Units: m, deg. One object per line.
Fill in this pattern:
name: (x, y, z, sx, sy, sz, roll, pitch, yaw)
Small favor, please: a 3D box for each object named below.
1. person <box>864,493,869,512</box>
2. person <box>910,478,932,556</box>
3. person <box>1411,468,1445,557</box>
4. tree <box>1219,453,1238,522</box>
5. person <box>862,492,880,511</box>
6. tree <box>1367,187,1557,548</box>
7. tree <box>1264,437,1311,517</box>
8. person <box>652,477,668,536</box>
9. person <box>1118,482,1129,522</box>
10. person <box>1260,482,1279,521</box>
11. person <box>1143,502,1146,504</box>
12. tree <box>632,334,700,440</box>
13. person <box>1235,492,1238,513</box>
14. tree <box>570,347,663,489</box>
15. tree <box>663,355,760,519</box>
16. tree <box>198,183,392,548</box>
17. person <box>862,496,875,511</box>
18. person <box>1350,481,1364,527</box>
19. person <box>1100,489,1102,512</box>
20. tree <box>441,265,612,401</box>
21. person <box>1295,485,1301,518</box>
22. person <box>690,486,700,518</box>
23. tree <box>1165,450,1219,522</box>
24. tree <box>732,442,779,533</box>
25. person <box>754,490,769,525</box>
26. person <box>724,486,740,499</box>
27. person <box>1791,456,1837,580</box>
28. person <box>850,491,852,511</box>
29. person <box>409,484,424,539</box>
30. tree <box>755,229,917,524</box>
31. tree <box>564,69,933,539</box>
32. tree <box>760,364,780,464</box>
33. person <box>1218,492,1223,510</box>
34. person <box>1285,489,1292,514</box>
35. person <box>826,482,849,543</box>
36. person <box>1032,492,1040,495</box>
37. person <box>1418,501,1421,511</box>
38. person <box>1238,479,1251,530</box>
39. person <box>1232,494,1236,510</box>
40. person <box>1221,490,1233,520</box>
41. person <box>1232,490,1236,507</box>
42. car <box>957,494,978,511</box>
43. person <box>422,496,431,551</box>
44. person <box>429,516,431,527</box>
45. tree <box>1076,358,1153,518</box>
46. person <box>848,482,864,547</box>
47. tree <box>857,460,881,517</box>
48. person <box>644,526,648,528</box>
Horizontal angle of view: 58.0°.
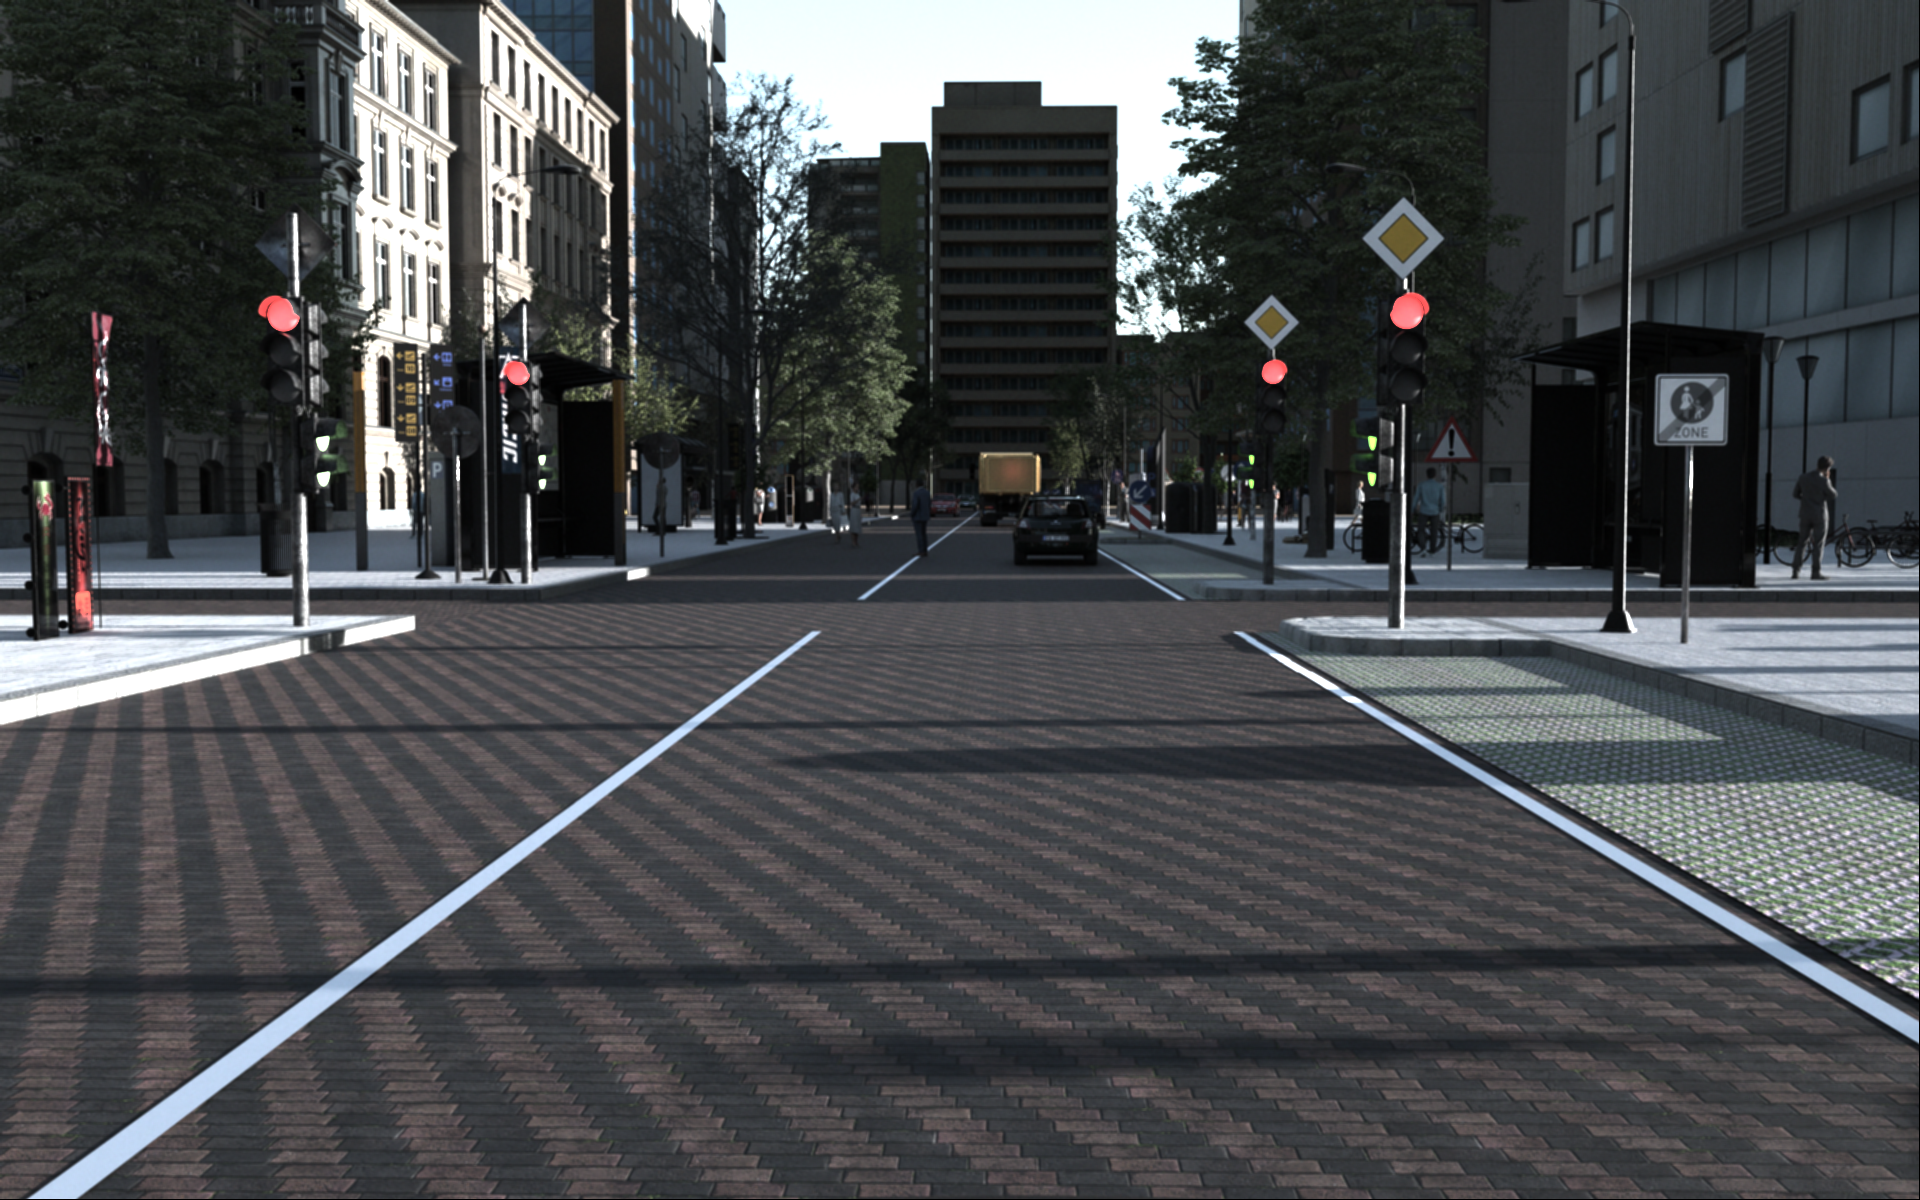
person: (-6.781, -7.223, 124.821, 0.721, 1.739, 1.217, 1, 4, 11)
person: (-0.891, -1.909, 39.899, 0.419, 1.800, 0.721, 2, 4, 32)
person: (9.536, -1.786, 35.263, 0.660, 1.820, 0.620, 0, 4, 5)
tree: (12.287, -5.268, 80.729, 1.663, 3.219, 1.824, 0, 3, 0)
person: (-6.555, -7.440, 127.684, 1.348, 1.824, 0.705, -1, 4, -9)
tree: (11.832, -5.564, 41.331, 4.360, 8.622, 3.978, 0, 3, 0)
tree: (18.603, -6.934, 97.089, 4.285, 4.588, 4.351, 0, 3, 0)
person: (-9.306, -2.904, 53.711, 0.473, 1.802, 0.592, 2, 4, 23)
person: (7.473, -4.451, 78.630, 0.655, 1.846, 0.447, 0, 4, -3)
person: (11.788, -3.643, 65.968, 0.716, 1.782, 0.532, 1, 4, 15)
person: (7.702, -3.942, 70.755, 0.793, 1.790, 0.793, 0, 4, 3)
tree: (-13.953, -7.764, 77.306, 4.737, 8.622, 4.395, 0, 3, 0)
person: (18.995, -6.783, 117.860, 0.541, 1.710, 0.530, 2, 4, 30)
tree: (-17.336, -8.300, 86.075, 4.360, 8.622, 3.978, 0, 3, 0)
tree: (-12.860, -8.432, 88.220, 4.360, 8.622, 3.978, 0, 3, 0)
tree: (-15.998, -5.543, 40.999, 4.737, 8.622, 4.395, 0, 3, 0)
person: (-6.891, -7.461, 131.292, 1.065, 1.426, 0.557, -1, 4, -17)
person: (15.462, -3.717, 67.167, 0.624, 1.780, 0.694, 1, 4, 16)
person: (9.939, -7.269, 124.766, 0.599, 1.838, 0.709, -1, 4, -17)
tree: (-14.022, -6.403, 55.049, 4.737, 8.622, 4.395, 0, 3, 0)
person: (18.065, -5.198, 91.627, 0.643, 1.750, 0.593, 2, 4, 26)
person: (-14.444, -5.355, 94.428, 0.563, 1.720, 0.643, -1, 4, -16)
tree: (10.030, -4.956, 75.624, 1.663, 3.219, 1.824, 0, 3, 0)
tree: (-7.096, -3.838, 57.347, 1.663, 3.219, 1.824, 0, 3, 0)
person: (-8.156, -3.951, 70.997, 0.532, 1.782, 0.716, 2, 4, 23)
person: (-15.579, -6.899, 118.784, 1.348, 1.831, 0.705, -3, 5, -41)
person: (12.833, -1.234, 26.022, 0.447, 1.846, 0.655, -2, 4, -34)
person: (-7.910, -7.458, 128.651, 0.551, 1.740, 0.621, -3, 4, -38)
person: (-15.671, -2.587, 50.154, 0.589, 1.601, 0.330, -3, 5, -43)
tree: (-5.385, -9.537, 74.051, 7.486, 12.596, 7.792, 0, 3, 0)
tree: (-5.933, -8.511, 49.529, 12.009, 13.543, 11.850, 0, 3, 0)
tree: (-11.643, -8.904, 95.936, 4.360, 8.622, 3.978, 0, 3, 0)
person: (20.757, -8.074, 138.569, 0.721, 1.766, 1.217, -2, 4, -30)
person: (20.977, -6.328, 110.431, 0.541, 1.710, 0.530, -1, 4, -12)
person: (-3.558, -2.552, 50.574, 0.694, 1.780, 0.624, 2, 4, 35)
person: (3.825, -4.741, 86.201, 0.419, 1.800, 0.721, 2, 4, 28)
person: (17.304, -3.309, 64.824, 0.332, 1.250, 0.352, 2, 4, 33)
person: (10.092, -3.367, 61.065, 0.580, 1.828, 0.573, -2, 4, -34)
person: (22.009, -7.969, 139.563, 0.697, 1.427, 0.421, -3, 5, -41)
person: (13.313, -4.877, 86.530, 0.760, 1.731, 0.466, 2, 4, 32)
person: (27.732, -10.304, 175.308, 0.445, 1.727, 0.742, 0, 4, 6)
car: (0.533, -8.572, 151.945, 2.131, 1.459, 4.920, 0, 4, 0)
person: (-11.820, -1.857, 39.007, 0.503, 1.515, 0.523, 2, 4, 32)
person: (-13.832, -2.424, 45.692, 0.555, 1.821, 0.388, 2, 4, 34)
tree: (8.445, -8.697, 92.558, 4.360, 8.622, 3.978, 0, 3, 0)
person: (-2.746, -2.301, 46.699, 0.524, 1.755, 0.480, 2, 4, 24)
tree: (-5.036, -6.233, 96.503, 1.663, 3.219, 1.824, 0, 3, 0)
person: (-11.729, -3.646, 65.465, 0.447, 1.846, 0.655, 1, 4, 23)
